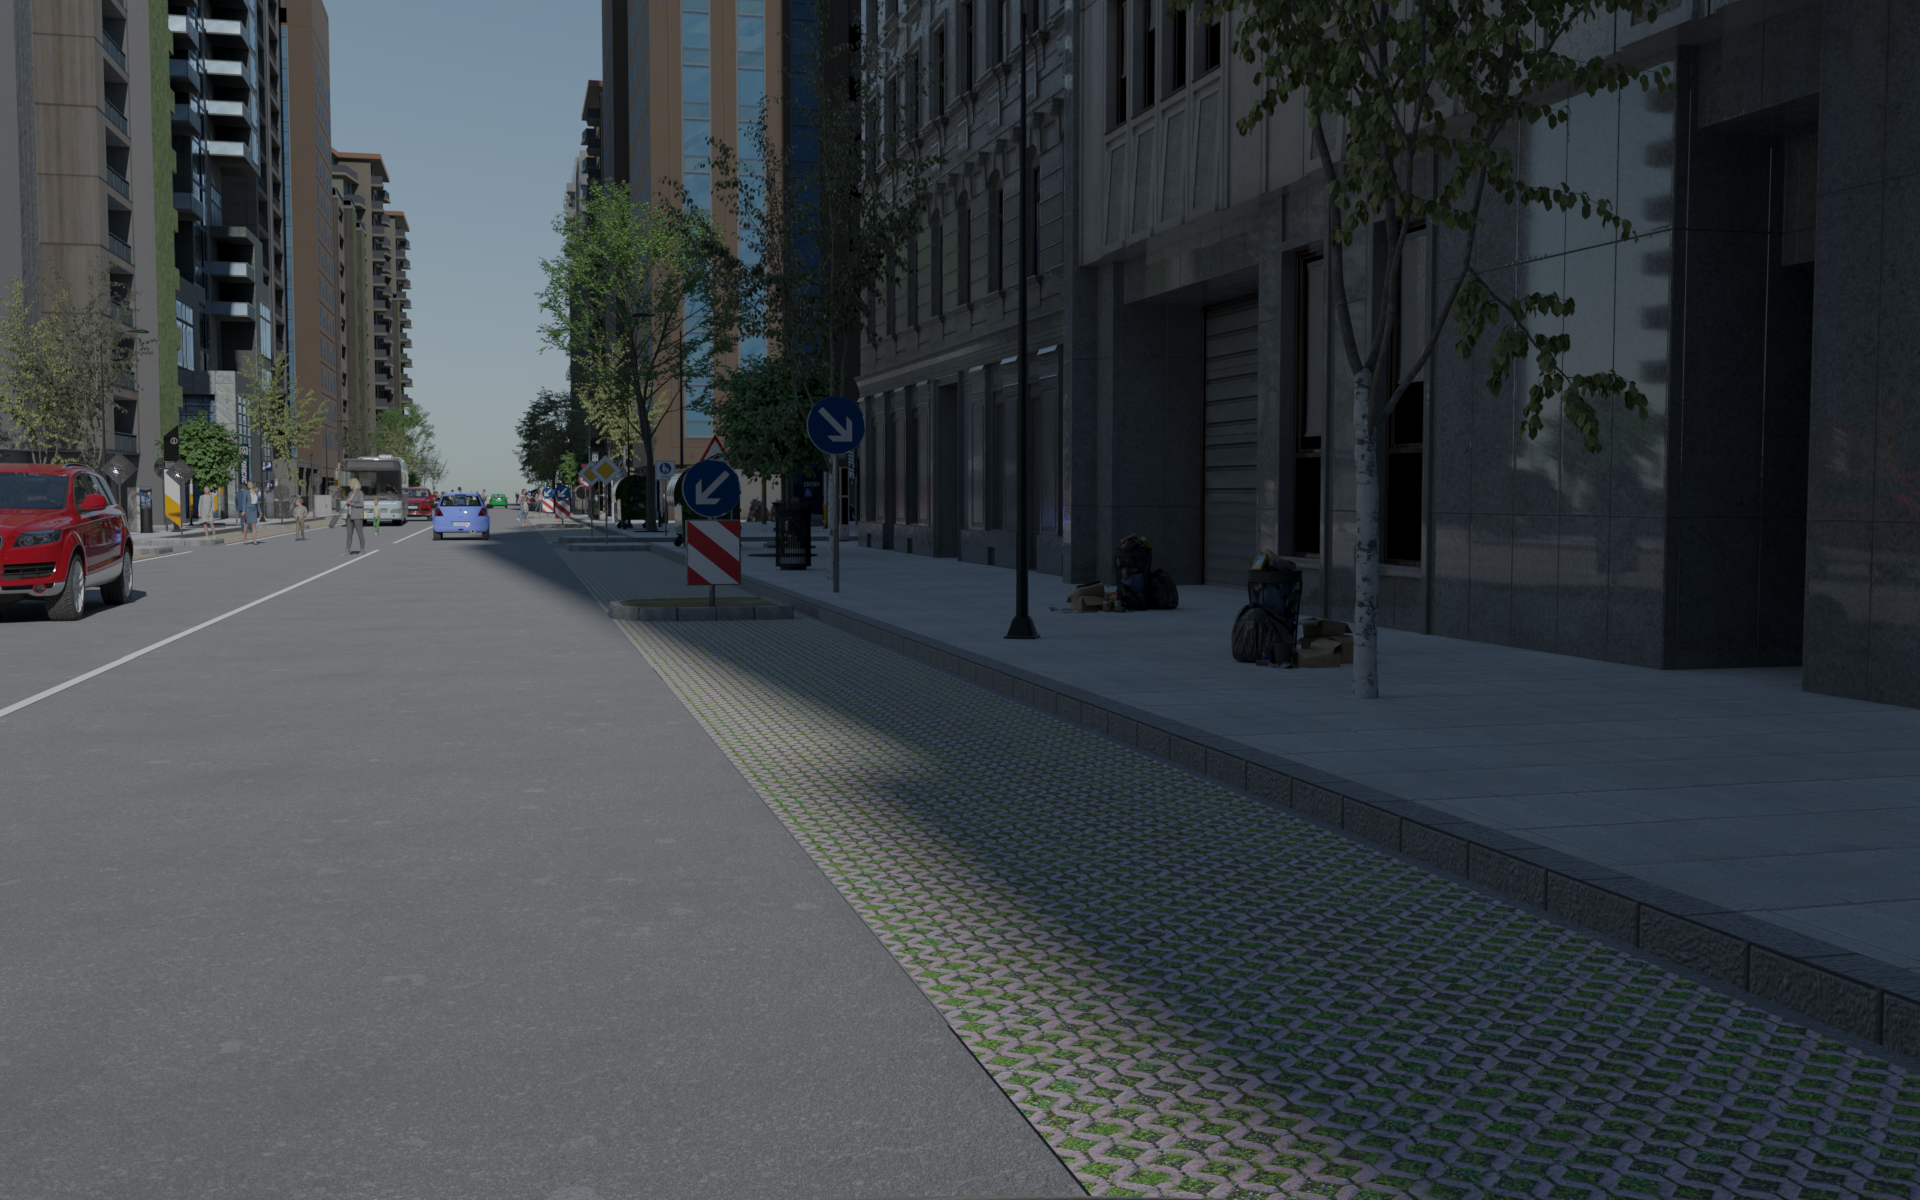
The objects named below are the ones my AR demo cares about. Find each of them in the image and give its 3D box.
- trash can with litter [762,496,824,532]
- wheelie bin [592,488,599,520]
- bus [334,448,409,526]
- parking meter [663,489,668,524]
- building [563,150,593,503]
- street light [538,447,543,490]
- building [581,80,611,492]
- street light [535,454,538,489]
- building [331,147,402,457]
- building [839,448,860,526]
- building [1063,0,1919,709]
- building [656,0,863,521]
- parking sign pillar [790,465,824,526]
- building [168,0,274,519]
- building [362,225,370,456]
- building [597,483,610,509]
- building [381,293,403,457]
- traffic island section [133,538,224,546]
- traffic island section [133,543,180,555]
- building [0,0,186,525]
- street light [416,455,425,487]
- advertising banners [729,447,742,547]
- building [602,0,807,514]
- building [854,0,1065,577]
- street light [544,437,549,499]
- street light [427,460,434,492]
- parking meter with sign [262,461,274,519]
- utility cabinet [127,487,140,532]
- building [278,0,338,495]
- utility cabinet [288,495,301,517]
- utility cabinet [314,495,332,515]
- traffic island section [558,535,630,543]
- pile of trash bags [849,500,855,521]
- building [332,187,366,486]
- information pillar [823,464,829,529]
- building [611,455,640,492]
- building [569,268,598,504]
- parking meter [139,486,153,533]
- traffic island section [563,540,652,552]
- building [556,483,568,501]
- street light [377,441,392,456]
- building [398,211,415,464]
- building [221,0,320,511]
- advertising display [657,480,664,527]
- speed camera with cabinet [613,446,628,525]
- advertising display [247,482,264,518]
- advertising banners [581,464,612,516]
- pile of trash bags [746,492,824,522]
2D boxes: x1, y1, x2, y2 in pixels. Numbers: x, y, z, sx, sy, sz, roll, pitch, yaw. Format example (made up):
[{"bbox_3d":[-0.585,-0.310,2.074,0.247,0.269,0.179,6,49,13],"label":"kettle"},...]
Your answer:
[{"bbox_3d":[-5.809,-2.929,58.945,2.233,1.210,1.678,3,5,42],"label":"trash can with litter"},{"bbox_3d":[-18.174,-4.855,87.285,0.693,1.594,0.980,-1,4,-10],"label":"wheelie bin"},{"bbox_3d":[-27.244,-5.257,80.818,2.948,3.499,13.247,-1,4,-16],"label":"bus"},{"bbox_3d":[-12.920,-4.106,75.551,0.372,1.533,0.369,0,3,0],"label":"parking meter"},{"bbox_3d":[-44.024,-38.183,243.902,23.786,49.044,30.456,-1,4,-15],"label":"building"},{"bbox_3d":[-40.272,-12.041,169.409,1.470,5.913,1.316,-1,4,-15],"label":"street light"},{"bbox_3d":[-28.639,-32.410,184.531,22.147,44.769,28.867,-1,4,-15],"label":"building"},{"bbox_3d":[-47.904,-13.833,198.717,1.470,5.913,1.316,-1,4,-15],"label":"street light"},{"bbox_3d":[-82.408,-34.270,214.931,22.147,44.769,28.867,-1,4,-15],"label":"building"},{"bbox_3d":[9.544,-25.368,69.392,28.867,44.769,22.147,-1,4,-15],"label":"building"},{"bbox_3d":[9.800,-12.118,16.152,12.078,24.808,19.932,-1,4,-15],"label":"building"},{"bbox_3d":[-9.678,-26.891,89.775,14.600,45.320,14.200,-1,4,-15],"label":"building"},{"bbox_3d":[-6.140,-4.929,69.061,1.447,3.967,1.447,-2,4,-29],"label":"parking sign pillar"},{"bbox_3d":[-52.682,-48.196,100.684,22.319,86.520,31.000,-1,4,-15],"label":"building"},{"bbox_3d":[-67.529,-24.619,174.214,14.160,30.474,14.107,-1,4,-15],"label":"building"},{"bbox_3d":[-17.058,-28.597,159.436,32.217,40.220,23.993,-1,4,-15],"label":"building"},{"bbox_3d":[-84.466,-28.512,237.871,14.160,30.474,14.107,-1,4,-15],"label":"building"},{"bbox_3d":[-22.112,-1.645,49.176,2.009,0.180,2.903,-1,4,-15],"label":"traffic island section"},{"bbox_3d":[-20.094,-1.172,41.449,2.009,0.180,2.903,-1,4,-15],"label":"traffic island section"},{"bbox_3d":[-38.928,-23.398,66.145,14.154,41.232,14.086,-1,4,-15],"label":"building"},{"bbox_3d":[-63.993,-14.158,204.019,1.470,5.913,1.316,-1,4,-15],"label":"street light"},{"bbox_3d":[-5.133,-2.647,39.472,0.090,3.025,2.074,0,4,-1],"label":"advertising banners"},{"bbox_3d":[-20.927,-29.843,138.049,14.600,45.320,14.200,-1,4,-15],"label":"building"},{"bbox_3d":[4.271,-11.338,34.530,9.793,20.994,18.267,-1,4,-15],"label":"building"},{"bbox_3d":[-32.690,-10.248,140.087,1.470,5.913,1.316,-1,4,-15],"label":"street light"},{"bbox_3d":[-71.855,-15.998,234.101,1.470,5.913,1.316,-1,4,-15],"label":"street light"},{"bbox_3d":[-36.253,-5.784,90.828,0.543,3.016,1.738,-2,4,-27],"label":"parking meter with sign"},{"bbox_3d":[-27.839,-3.053,58.600,0.318,1.500,1.173,-3,5,-39],"label":"utility cabinet"},{"bbox_3d":[-60.614,-30.299,145.507,14.600,45.320,14.200,-1,4,-15],"label":"building"},{"bbox_3d":[-36.520,-5.136,95.132,1.020,1.237,0.306,3,5,44],"label":"utility cabinet"},{"bbox_3d":[-38.928,-5.786,105.766,1.020,1.237,0.306,-3,5,-44],"label":"utility cabinet"},{"bbox_3d":[-11.039,-1.821,52.053,2.009,0.180,2.903,-1,4,-15],"label":"traffic island section"},{"bbox_3d":[-5.803,-4.468,82.803,1.912,1.369,3.447,-3,5,-40],"label":"pile of trash bags"},{"bbox_3d":[-63.674,-23.790,160.665,14.160,30.474,14.107,-1,4,-15],"label":"building"},{"bbox_3d":[-4.937,-4.455,64.197,0.183,3.616,0.504,1,4,12],"label":"information pillar"},{"bbox_3d":[-12.518,-41.358,114.452,20.563,71.187,20.611,-1,4,-15],"label":"building"},{"bbox_3d":[-42.666,-27.498,221.297,14.160,30.474,14.107,-1,4,-15],"label":"building"},{"bbox_3d":[-26.711,-2.962,56.839,0.372,1.533,0.369,0,3,0],"label":"parking meter"},{"bbox_3d":[-9.021,-1.348,44.326,2.009,0.180,2.903,-1,4,-15],"label":"traffic island section"},{"bbox_3d":[-47.087,-35.488,272.105,32.217,40.220,23.993,-1,4,-15],"label":"building"},{"bbox_3d":[-50.557,-10.987,152.182,1.470,5.913,1.316,-1,4,-15],"label":"street light"},{"bbox_3d":[-93.285,-36.868,257.410,22.147,44.769,28.867,-1,4,-15],"label":"building"},{"bbox_3d":[-59.055,-42.128,127.053,20.563,71.187,20.611,-1,4,-15],"label":"building"},{"bbox_3d":[-11.619,-3.788,67.146,0.123,1.923,0.974,0,4,-1],"label":"advertising display"},{"bbox_3d":[-14.011,-4.719,71.493,0.660,3.252,2.038,-1,4,-10],"label":"speed camera with cabinet"},{"bbox_3d":[-37.536,-5.325,92.285,0.123,1.923,0.974,2,4,26],"label":"advertising display"},{"bbox_3d":[-20.871,-6.369,100.317,2.074,3.025,0.090,0,4,-7],"label":"advertising banners"},{"bbox_3d":[-8.240,-4.302,80.083,3.447,1.369,1.912,1,4,22],"label":"pile of trash bags"}]
